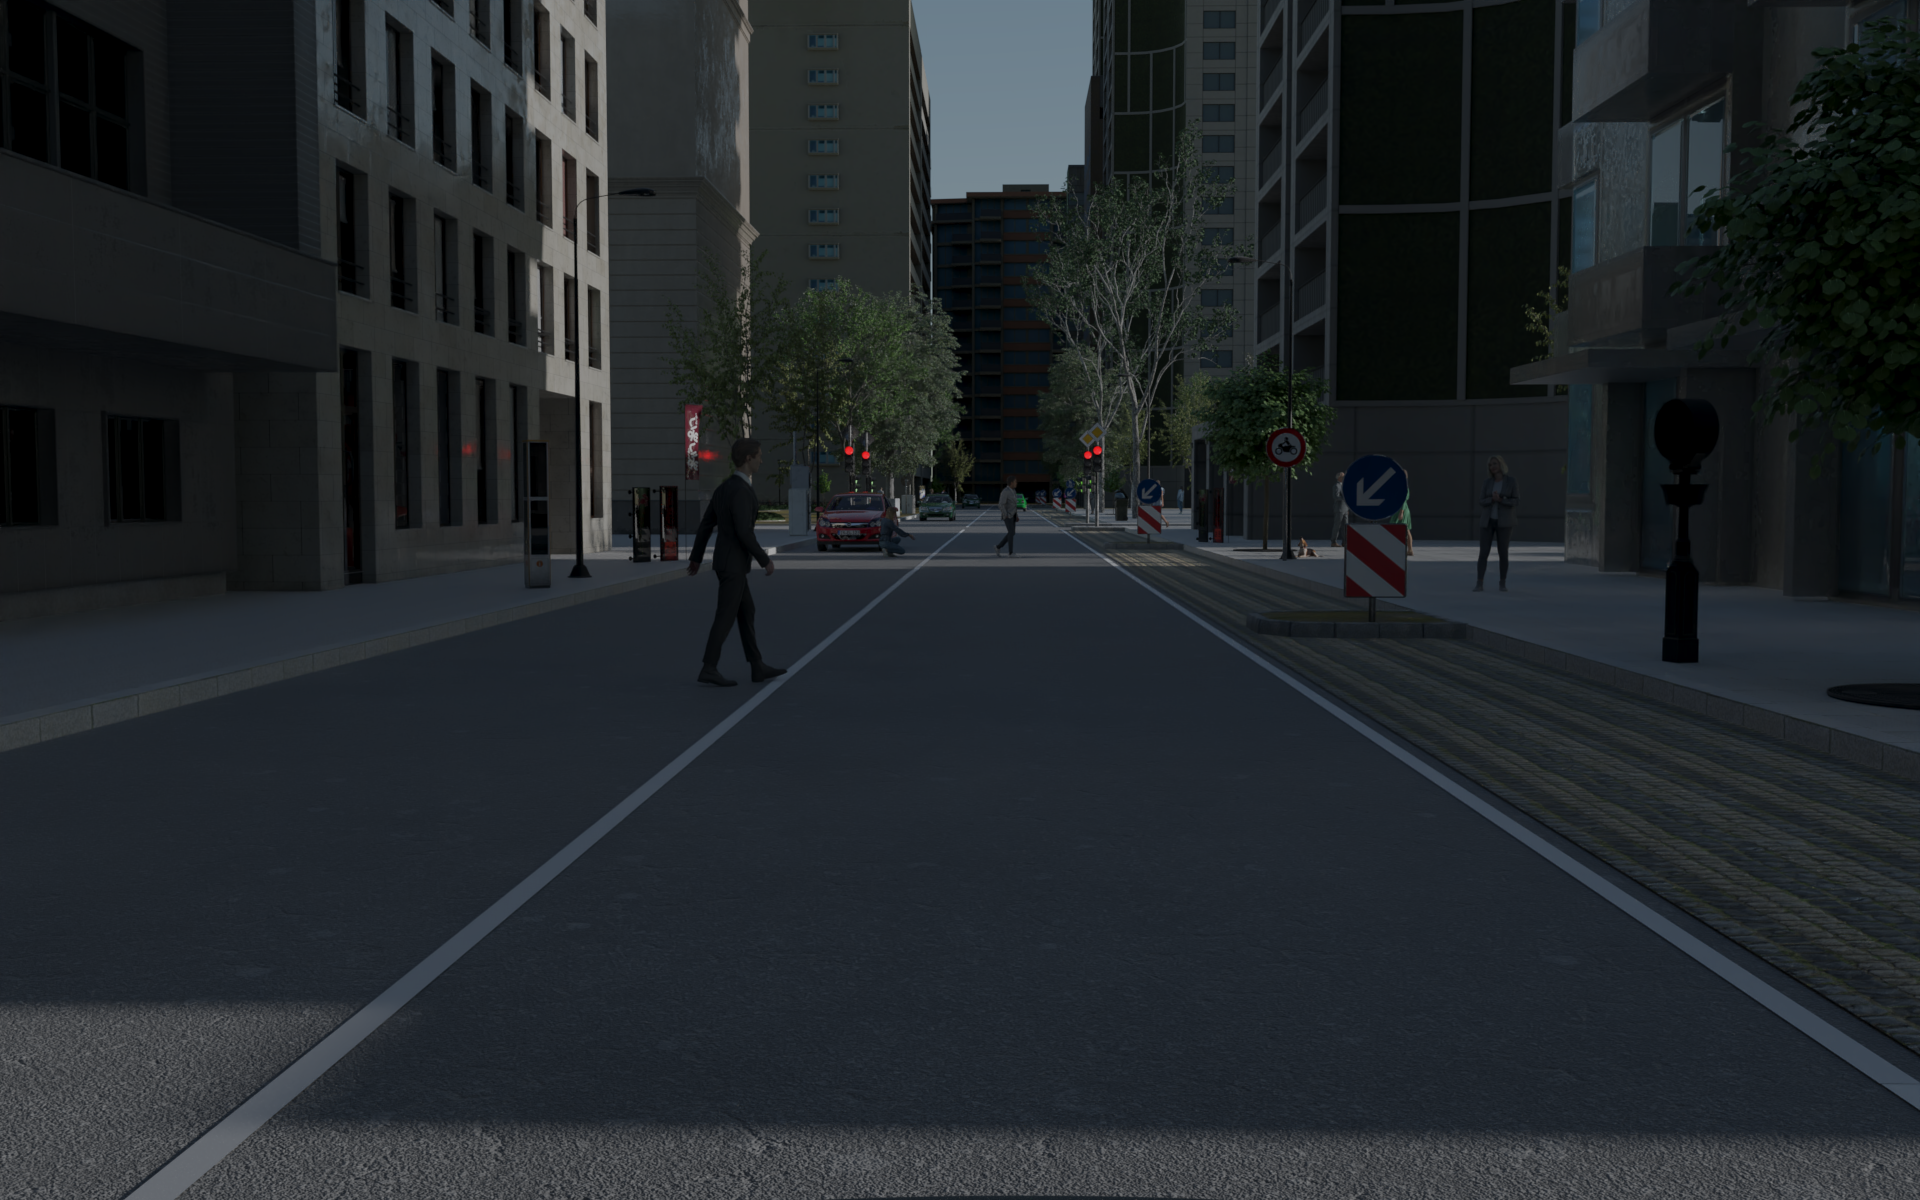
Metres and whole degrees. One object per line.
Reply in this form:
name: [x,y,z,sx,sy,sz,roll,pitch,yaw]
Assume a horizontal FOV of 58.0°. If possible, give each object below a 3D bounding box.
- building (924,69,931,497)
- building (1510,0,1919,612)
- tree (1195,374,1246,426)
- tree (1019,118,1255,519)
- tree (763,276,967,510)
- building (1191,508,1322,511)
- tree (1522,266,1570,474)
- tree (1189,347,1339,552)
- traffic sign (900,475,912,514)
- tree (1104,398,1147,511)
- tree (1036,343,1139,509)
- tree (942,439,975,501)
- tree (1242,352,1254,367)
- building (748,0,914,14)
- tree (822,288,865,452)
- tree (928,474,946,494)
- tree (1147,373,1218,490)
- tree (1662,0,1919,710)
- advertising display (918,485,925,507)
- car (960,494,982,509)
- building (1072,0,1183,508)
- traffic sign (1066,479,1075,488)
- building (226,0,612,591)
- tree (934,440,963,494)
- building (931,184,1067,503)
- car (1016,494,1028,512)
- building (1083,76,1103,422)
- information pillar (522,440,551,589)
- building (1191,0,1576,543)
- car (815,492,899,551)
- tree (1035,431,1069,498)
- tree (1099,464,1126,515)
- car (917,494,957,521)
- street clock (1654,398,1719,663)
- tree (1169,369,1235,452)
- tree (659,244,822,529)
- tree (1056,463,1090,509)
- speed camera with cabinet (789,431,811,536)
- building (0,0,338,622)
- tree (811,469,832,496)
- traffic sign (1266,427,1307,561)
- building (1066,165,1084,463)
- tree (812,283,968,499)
building: [-14.197,-34.248,183.659,21.300,48.544,21.600,0,4,2]
building: [20.419,-24.349,17.720,23.786,49.044,30.456,0,4,2]
tree: [21.451,-12.182,133.587,8.767,10.594,7.601,2,4,25]
tree: [9.582,-14.243,88.766,12.611,20.169,13.585,0,3,0]
tree: [-5.423,-9.664,83.764,9.928,11.665,9.643,0,3,0]
building: [22.082,-44.358,163.507,20.563,71.187,20.611,0,4,2]
tree: [15.162,-5.423,39.030,4.737,8.622,4.395,0,3,0]
tree: [6.795,-3.373,38.864,4.285,4.588,4.351,0,3,0]
traffic sign: [-3.513,-6.908,113.050,0.768,2.556,0.104,0,4,4]
tree: [13.072,-11.112,132.036,4.737,8.622,4.395,0,3,0]
tree: [10.700,-14.554,144.608,9.857,13.997,8.962,0,3,0]
tree: [-0.356,-16.870,226.187,4.737,8.622,4.395,0,3,0]
tree: [14.352,-7.781,77.576,4.360,8.622,3.978,0,3,0]
building: [-14.769,-32.930,162.107,21.300,48.544,21.600,0,4,2]
tree: [-5.480,-6.875,62.767,4.737,8.622,4.395,0,3,0]
tree: [-2.356,-10.100,159.732,1.663,3.219,1.824,0,3,0]
tree: [13.845,-9.357,103.344,4.737,8.622,4.395,0,3,0]
tree: [6.161,-1.651,10.711,4.285,4.588,4.351,0,3,0]
advertising display: [-2.817,-7.486,127.602,0.123,1.923,0.974,1,4,23]
car: [1.088,-9.795,171.951,2.131,1.459,4.920,0,4,0]
building: [23.612,-46.522,198.887,20.563,71.187,20.611,0,4,2]
traffic sign: [9.623,-9.225,150.939,0.768,2.556,0.104,1,4,10]
building: [-13.367,-10.762,30.710,10.420,20.320,16.860,0,4,2]
tree: [-1.464,-16.464,219.540,4.360,8.622,3.978,0,3,0]
building: [8.614,-36.257,247.433,28.867,44.769,22.147,0,4,2]
car: [4.604,-8.212,143.061,1.959,1.807,4.718,0,4,3]
building: [20.260,-32.555,182.388,14.600,45.320,14.200,0,4,2]
information pillar: [-5.776,-1.170,23.630,0.304,2.012,0.304,-2,4,-26]
building: [18.364,-37.451,50.583,20.563,71.187,20.611,0,4,2]
car: [-2.618,-2.185,44.771,2.155,1.783,4.494,0,4,3]
tree: [10.410,-14.484,187.173,4.737,8.622,4.395,0,3,0]
tree: [9.663,-6.924,107.807,1.663,3.219,1.824,0,3,0]
car: [-1.191,-4.963,92.937,2.131,1.459,4.920,0,4,2]
street clock: [5.502,-0.526,13.171,0.358,2.002,0.471,-1,4,-15]
tree: [21.056,-13.395,144.769,9.928,11.665,9.643,0,3,0]
tree: [-6.528,-6.106,50.200,4.737,8.622,4.395,0,3,0]
tree: [10.166,-10.363,153.144,4.285,4.588,4.351,0,3,0]
speed camera with cabinet: [-4.986,-3.644,53.914,0.660,3.252,2.038,0,4,-2]
building: [-15.206,-11.487,6.880,14.314,24.678,30.058,0,4,2]
tree: [-10.782,-8.572,134.751,1.663,3.219,1.824,0,3,0]
traffic sign: [6.228,-2.021,33.144,0.768,2.556,0.104,0,4,3]
building: [20.299,-32.644,217.322,14.154,41.232,14.086,0,4,2]
tree: [-4.396,-12.168,105.597,9.857,13.997,8.962,0,3,0]
